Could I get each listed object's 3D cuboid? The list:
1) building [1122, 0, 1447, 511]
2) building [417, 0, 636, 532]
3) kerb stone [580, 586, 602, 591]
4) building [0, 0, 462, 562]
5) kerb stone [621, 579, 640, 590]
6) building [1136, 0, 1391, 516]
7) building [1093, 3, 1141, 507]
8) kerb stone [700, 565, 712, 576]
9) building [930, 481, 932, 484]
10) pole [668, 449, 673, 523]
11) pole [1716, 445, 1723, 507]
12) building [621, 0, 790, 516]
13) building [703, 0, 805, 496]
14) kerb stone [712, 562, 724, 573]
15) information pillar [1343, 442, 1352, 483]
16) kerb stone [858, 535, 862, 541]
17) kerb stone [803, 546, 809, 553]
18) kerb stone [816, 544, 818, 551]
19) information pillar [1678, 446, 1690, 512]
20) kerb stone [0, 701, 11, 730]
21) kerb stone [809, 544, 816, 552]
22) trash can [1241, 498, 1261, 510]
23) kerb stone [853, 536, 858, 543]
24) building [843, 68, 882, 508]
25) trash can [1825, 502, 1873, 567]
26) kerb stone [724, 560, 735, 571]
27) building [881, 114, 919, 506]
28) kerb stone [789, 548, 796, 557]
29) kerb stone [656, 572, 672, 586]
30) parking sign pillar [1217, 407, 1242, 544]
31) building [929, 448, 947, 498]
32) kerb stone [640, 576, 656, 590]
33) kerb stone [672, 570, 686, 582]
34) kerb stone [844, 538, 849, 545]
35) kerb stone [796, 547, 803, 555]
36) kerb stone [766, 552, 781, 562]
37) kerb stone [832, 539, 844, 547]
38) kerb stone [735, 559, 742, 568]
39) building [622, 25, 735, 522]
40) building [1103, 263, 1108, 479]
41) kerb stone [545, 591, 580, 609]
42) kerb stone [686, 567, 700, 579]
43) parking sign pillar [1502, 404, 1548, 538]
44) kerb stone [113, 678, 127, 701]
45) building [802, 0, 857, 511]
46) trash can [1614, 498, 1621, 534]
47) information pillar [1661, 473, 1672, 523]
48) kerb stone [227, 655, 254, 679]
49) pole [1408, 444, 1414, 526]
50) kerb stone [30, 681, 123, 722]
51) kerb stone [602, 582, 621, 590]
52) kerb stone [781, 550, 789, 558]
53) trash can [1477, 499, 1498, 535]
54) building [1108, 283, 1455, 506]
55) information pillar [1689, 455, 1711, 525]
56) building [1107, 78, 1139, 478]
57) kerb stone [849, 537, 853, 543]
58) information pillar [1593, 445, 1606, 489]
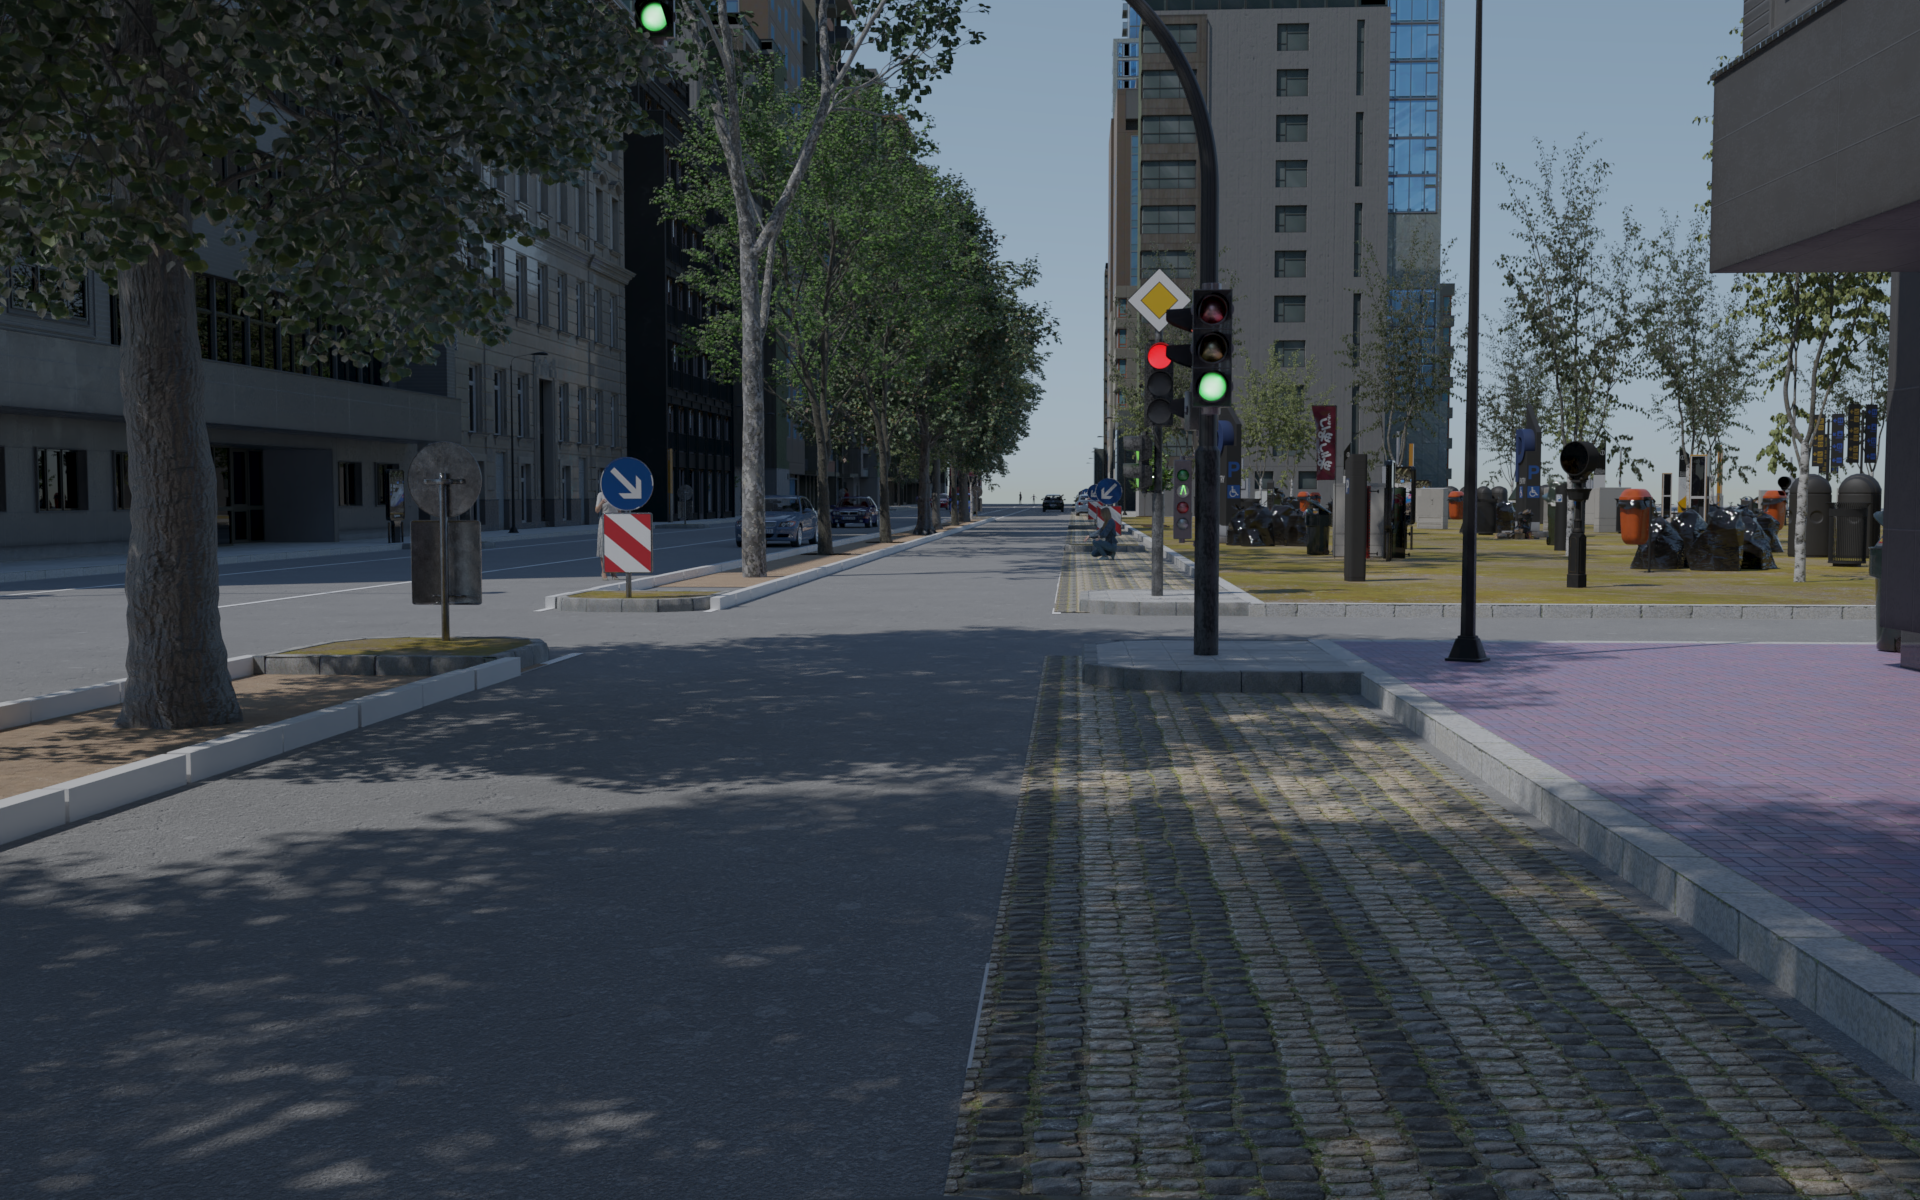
[{"bbox_3d":[22.991,-49.699,125.249,22.319,86.520,31.000,0,4,4],"label":"building"},{"bbox_3d":[-21.387,-16.424,65.793,12.463,27.353,25.104,0,4,4],"label":"building"},{"bbox_3d":[-5.011,-0.053,23.154,0.120,0.150,1.000,0,4,4],"label":"kerb stone"},{"bbox_3d":[-22.941,-13.363,37.544,14.314,24.678,30.058,0,4,4],"label":"building"},{"bbox_3d":[-4.877,-0.183,25.193,0.120,0.150,1.000,0,4,4],"label":"kerb stone"},{"bbox_3d":[17.707,-20.370,104.747,14.160,30.474,14.107,0,4,4],"label":"building"},{"bbox_3d":[29.858,-56.576,237.695,22.319,86.520,31.000,0,4,4],"label":"building"},{"bbox_3d":[-4.544,-0.496,30.301,0.120,0.150,1.000,0,4,4],"label":"kerb stone"},{"bbox_3d":[-14.659,-34.937,225.843,22.147,44.769,28.867,0,4,4],"label":"building"},{"bbox_3d":[-13.042,-5.145,77.956,0.158,3.312,0.155,0,3,0],"label":"pole"},{"bbox_3d":[31.483,-4.770,71.839,0.158,3.312,0.155,0,3,0],"label":"pole"},{"bbox_3d":[-18.544,-20.408,105.369,14.160,30.474,14.107,0,4,4],"label":"building"},{"bbox_3d":[-18.725,-28.683,119.086,14.600,45.320,14.200,0,4,4],"label":"building"},{"bbox_3d":[-4.477,-0.555,31.321,0.120,0.150,1.000,0,4,4],"label":"kerb stone"},{"bbox_3d":[17.572,-5.331,78.519,0.183,3.616,0.504,-2,4,-26],"label":"information pillar"},{"bbox_3d":[-3.125,-1.809,51.778,0.120,0.150,1.000,0,4,4],"label":"kerb stone"},{"bbox_3d":[-3.809,-1.180,41.544,0.120,0.150,1.000,0,4,4],"label":"kerb stone"},{"bbox_3d":[-3.664,-1.308,43.589,0.120,0.150,1.000,0,4,4],"label":"kerb stone"},{"bbox_3d":[35.269,-5.694,84.448,0.504,3.616,0.183,0,4,4],"label":"information pillar"},{"bbox_3d":[-5.865,0.730,10.255,0.120,0.150,1.000,0,4,4],"label":"kerb stone"},{"bbox_3d":[-3.733,-1.246,42.563,0.120,0.150,1.000,0,4,4],"label":"kerb stone"},{"bbox_3d":[9.350,-2.701,55.807,0.748,1.137,0.748,0,3,0],"label":"trash can"},{"bbox_3d":[-3.186,-1.744,50.757,0.120,0.150,1.000,0,4,4],"label":"kerb stone"},{"bbox_3d":[-14.947,-29.265,162.069,14.154,41.232,14.086,0,4,4],"label":"building"},{"bbox_3d":[15.690,-1.159,30.610,0.748,1.137,0.748,0,3,0],"label":"trash can"},{"bbox_3d":[-4.408,-0.621,32.344,0.120,0.150,1.000,0,4,4],"label":"kerb stone"},{"bbox_3d":[-16.459,-33.155,196.708,22.147,44.769,28.867,0,4,4],"label":"building"},{"bbox_3d":[-3.933,-1.058,39.494,0.120,0.150,1.000,0,4,4],"label":"kerb stone"},{"bbox_3d":[-4.743,-0.305,27.237,0.120,0.150,1.000,0,4,4],"label":"kerb stone"},{"bbox_3d":[6.950,-3.486,45.470,1.447,3.967,1.447,-1,4,-12],"label":"parking sign pillar"},{"bbox_3d":[-9.327,-29.106,247.581,14.160,30.474,14.107,0,4,4],"label":"building"},{"bbox_3d":[-4.813,-0.246,26.214,0.120,0.150,1.000,0,4,4],"label":"kerb stone"},{"bbox_3d":[-4.684,-0.368,28.258,0.120,0.150,1.000,0,4,4],"label":"kerb stone"},{"bbox_3d":[-3.322,-1.622,48.712,0.120,0.150,1.000,0,4,4],"label":"kerb stone"},{"bbox_3d":[-3.873,-1.121,40.524,0.120,0.150,1.000,0,4,4],"label":"kerb stone"},{"bbox_3d":[-4.071,-0.928,37.447,0.120,0.150,1.000,0,4,4],"label":"kerb stone"},{"bbox_3d":[-3.394,-1.559,47.690,0.120,0.150,1.000,0,4,4],"label":"kerb stone"},{"bbox_3d":[-4.343,-0.680,33.364,0.120,0.150,1.000,0,4,4],"label":"kerb stone"},{"bbox_3d":[-18.968,-15.718,86.671,12.332,23.373,15.834,0,4,4],"label":"building"},{"bbox_3d":[24.956,-27.199,216.410,14.160,30.474,14.107,0,4,4],"label":"building"},{"bbox_3d":[-5.088,0.004,22.134,0.120,0.150,1.000,0,4,4],"label":"kerb stone"},{"bbox_3d":[-4.610,-0.433,29.281,0.120,0.150,1.000,0,4,4],"label":"kerb stone"},{"bbox_3d":[16.862,-3.847,51.378,1.447,3.967,1.447,0,4,5],"label":"parking sign pillar"},{"bbox_3d":[-5.740,0.605,12.296,0.120,0.150,1.000,0,4,4],"label":"kerb stone"},{"bbox_3d":[-20.248,-29.737,140.828,22.147,44.769,28.867,0,4,4],"label":"building"},{"bbox_3d":[21.629,-2.727,56.242,0.748,1.137,0.748,0,3,0],"label":"trash can"},{"bbox_3d":[24.567,-3.409,60.233,0.304,2.012,0.304,1,4,15],"label":"information pillar"},{"bbox_3d":[-5.659,0.543,13.315,0.120,0.150,1.000,0,4,4],"label":"kerb stone"},{"bbox_3d":[18.293,-4.673,70.246,0.158,3.312,0.155,0,3,0],"label":"pole"},{"bbox_3d":[-5.803,0.673,11.276,0.120,0.150,1.000,0,4,4],"label":"kerb stone"},{"bbox_3d":[-4.956,-0.121,24.174,0.120,0.150,1.000,0,4,4],"label":"kerb stone"},{"bbox_3d":[-3.998,-0.987,38.471,0.120,0.150,1.000,0,4,4],"label":"kerb stone"},{"bbox_3d":[16.469,-2.603,54.214,0.748,1.137,0.748,0,3,0],"label":"trash can"},{"bbox_3d":[27.649,-19.106,157.415,27.650,21.520,28.899,0,4,4],"label":"building"},{"bbox_3d":[13.799,-1.703,32.338,0.304,2.012,0.304,2,4,34],"label":"information pillar"},{"bbox_3d":[23.660,-32.872,187.560,14.600,45.320,14.200,0,4,4],"label":"building"},{"bbox_3d":[-3.259,-1.684,49.733,0.120,0.150,1.000,0,4,4],"label":"kerb stone"},{"bbox_3d":[27.597,-5.097,74.694,0.504,3.616,0.183,0,4,7],"label":"information pillar"}]
